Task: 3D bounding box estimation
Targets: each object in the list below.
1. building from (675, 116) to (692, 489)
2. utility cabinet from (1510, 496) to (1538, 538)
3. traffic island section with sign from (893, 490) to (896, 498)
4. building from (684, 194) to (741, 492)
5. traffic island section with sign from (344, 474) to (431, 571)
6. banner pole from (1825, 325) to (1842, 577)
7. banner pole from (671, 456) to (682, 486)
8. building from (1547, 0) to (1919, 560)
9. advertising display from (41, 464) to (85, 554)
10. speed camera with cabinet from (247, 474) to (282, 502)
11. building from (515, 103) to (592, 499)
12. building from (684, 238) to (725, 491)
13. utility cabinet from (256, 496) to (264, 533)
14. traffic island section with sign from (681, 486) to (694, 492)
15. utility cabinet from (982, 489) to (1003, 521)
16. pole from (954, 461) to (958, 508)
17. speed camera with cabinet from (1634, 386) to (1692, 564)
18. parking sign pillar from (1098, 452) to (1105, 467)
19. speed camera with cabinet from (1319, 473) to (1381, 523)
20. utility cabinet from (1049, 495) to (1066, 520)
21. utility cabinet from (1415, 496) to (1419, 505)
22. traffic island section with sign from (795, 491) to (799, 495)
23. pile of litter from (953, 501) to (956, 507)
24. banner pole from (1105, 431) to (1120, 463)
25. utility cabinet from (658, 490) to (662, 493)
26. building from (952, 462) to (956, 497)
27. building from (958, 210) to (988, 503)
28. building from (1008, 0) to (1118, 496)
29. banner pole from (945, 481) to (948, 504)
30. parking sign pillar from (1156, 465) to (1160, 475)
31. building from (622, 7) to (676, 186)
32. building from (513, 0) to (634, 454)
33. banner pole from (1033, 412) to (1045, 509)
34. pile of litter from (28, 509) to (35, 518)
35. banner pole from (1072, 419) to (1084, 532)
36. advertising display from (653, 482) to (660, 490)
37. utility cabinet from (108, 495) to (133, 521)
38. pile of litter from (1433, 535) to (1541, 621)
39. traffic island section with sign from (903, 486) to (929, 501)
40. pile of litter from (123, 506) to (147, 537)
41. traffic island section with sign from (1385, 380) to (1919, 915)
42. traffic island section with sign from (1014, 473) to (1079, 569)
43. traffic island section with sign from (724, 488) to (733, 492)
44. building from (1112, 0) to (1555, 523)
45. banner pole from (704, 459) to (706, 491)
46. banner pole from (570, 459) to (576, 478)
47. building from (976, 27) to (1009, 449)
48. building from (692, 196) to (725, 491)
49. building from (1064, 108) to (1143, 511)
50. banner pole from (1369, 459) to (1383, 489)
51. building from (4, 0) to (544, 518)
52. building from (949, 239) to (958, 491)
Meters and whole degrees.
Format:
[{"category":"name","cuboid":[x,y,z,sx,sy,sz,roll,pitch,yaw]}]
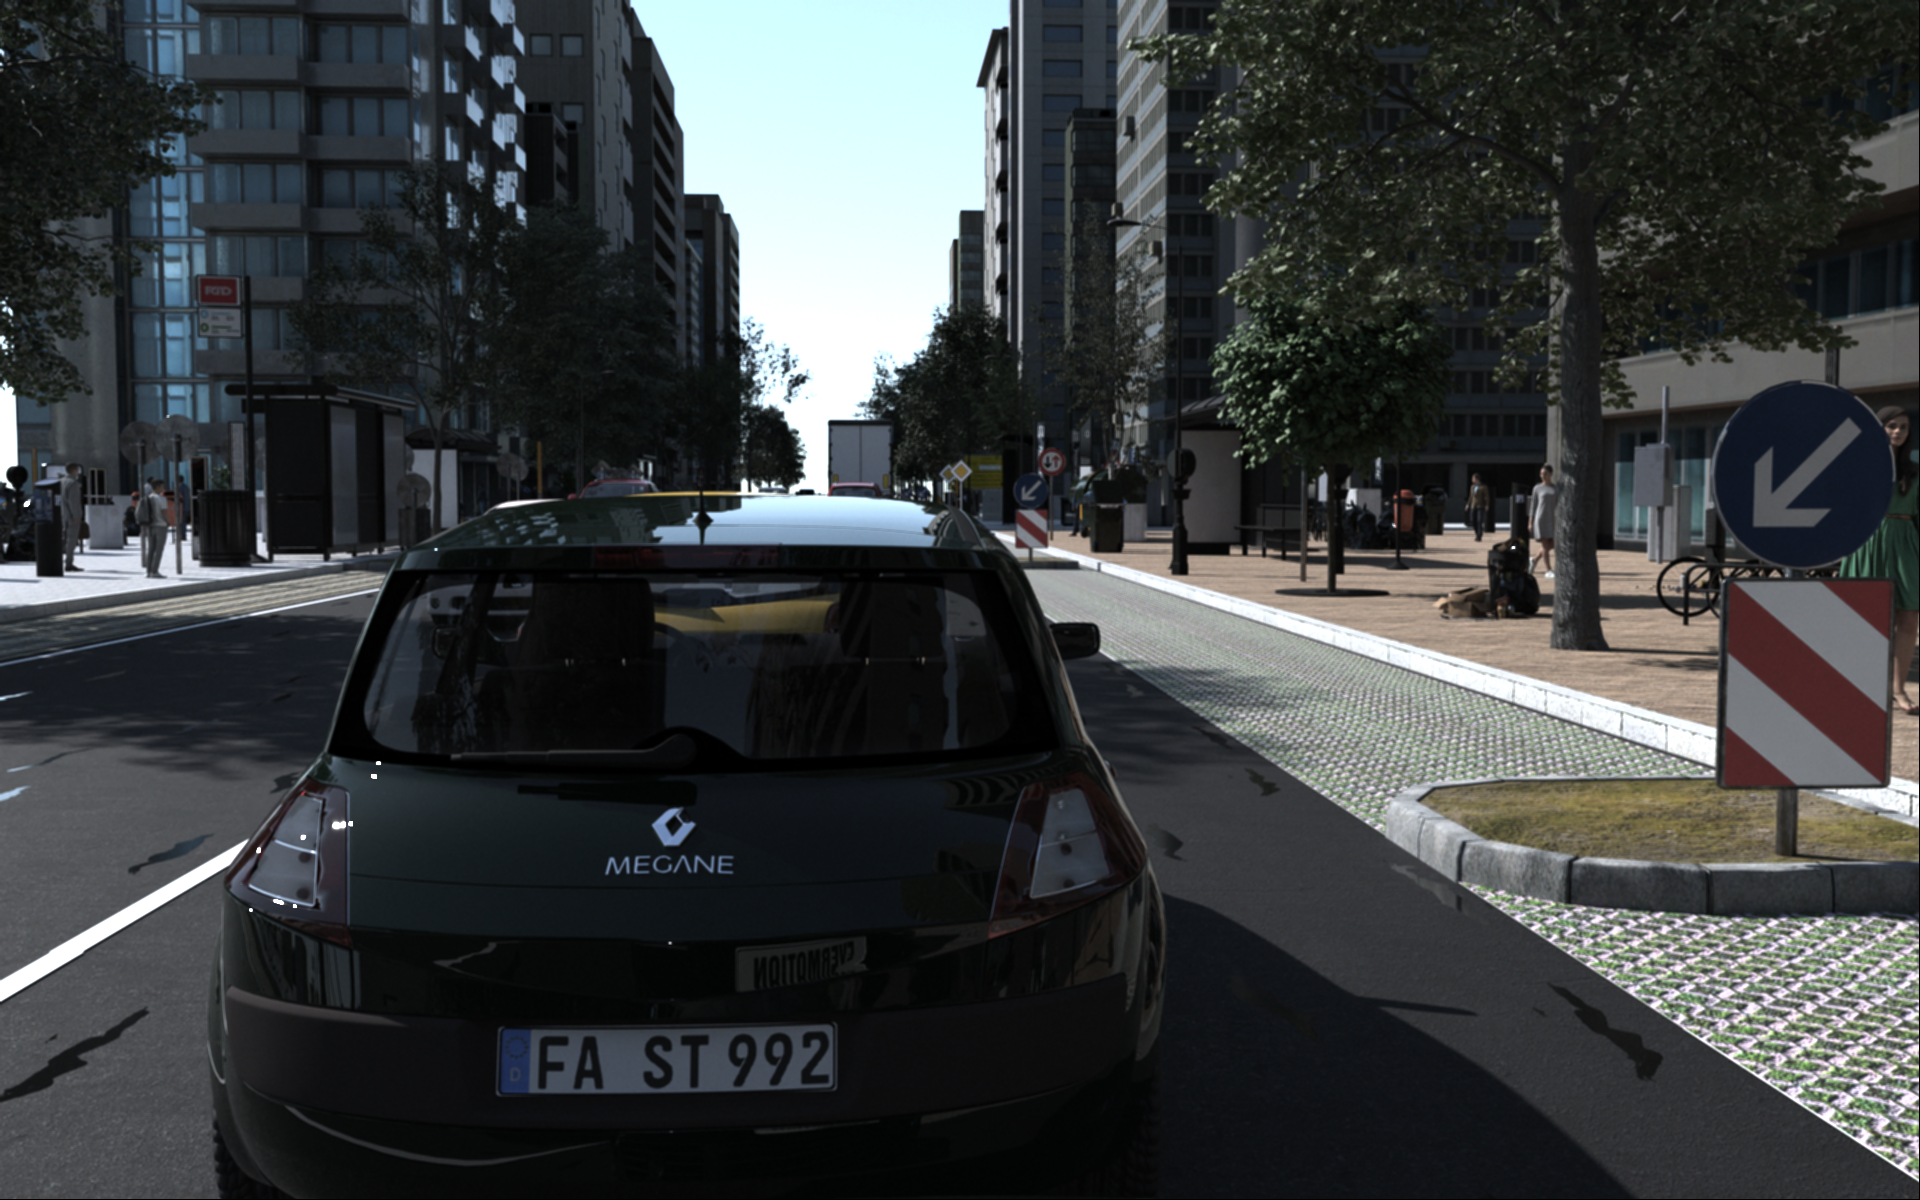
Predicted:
[{"category":"building","cuboid":[-38.666,-33.365,195.620,14.600,45.320,14.200,0,4,-3]},{"category":"utility cabinet","cuboid":[16.364,-2.380,50.067,1.020,1.237,0.306,-2,4,-33]},{"category":"traffic island section with sign","cuboid":[-3.638,-6.575,116.131,1.989,1.847,2.006,0,4,-3]},{"category":"building","cuboid":[-47.081,-40.209,281.122,21.300,48.544,21.600,0,4,-3]},{"category":"traffic island section with sign","cuboid":[-10.493,-1.494,33.051,1.989,1.847,2.006,0,4,-3]},{"category":"banner pole","cuboid":[12.850,-2.175,25.586,0.401,3.779,0.863,3,5,40]},{"category":"banner pole","cuboid":[-18.696,-7.622,114.632,0.863,3.779,0.401,0,4,-7]},{"category":"building","cuboid":[25.032,-24.820,29.503,21.300,48.544,21.600,0,4,-3]},{"category":"advertising display","cuboid":[-19.258,-1.957,37.204,0.123,1.923,0.974,1,4,22]},{"category":"speed camera with cabinet","cuboid":[-29.557,-4.811,72.989,2.038,3.252,0.660,1,4,21]},{"category":"building","cuboid":[-35.491,-21.790,127.963,14.160,30.474,14.107,0,4,-3]},{"category":"building","cuboid":[-49.706,-33.783,244.231,32.217,40.220,23.993,0,4,-3]},{"category":"utility cabinet","cuboid":[-23.417,-2.851,57.773,1.020,1.237,0.306,-1,4,-11]},{"category":"traffic island section with sign","cuboid":[-13.680,-4.811,87.287,1.989,1.847,2.006,0,4,-3]},{"category":"utility cabinet","cuboid":[1.544,-4.438,81.241,0.318,1.500,1.173,-3,5,-44]},{"category":"pole","cuboid":[-0.188,-6.990,108.124,0.158,3.312,0.155,0,3,0]},{"category":"speed camera with cabinet","cuboid":[13.227,-2.338,32.568,0.660,3.252,2.038,3,4,36]},{"category":"parking sign pillar","cuboid":[9.584,-7.579,112.382,1.447,3.967,1.447,-2,4,-34]},{"category":"speed camera with cabinet","cuboid":[12.185,-3.654,54.085,2.038,3.252,0.660,-2,4,-26]},{"category":"utility cabinet","cuboid":[4.843,-4.625,86.782,0.306,1.237,1.020,-3,5,-41]},{"category":"utility cabinet","cuboid":[14.878,-2.772,56.479,1.020,1.237,0.306,2,4,31]},{"category":"traffic island section with sign","cuboid":[-24.652,-16.218,273.788,1.989,1.847,2.006,0,4,-3]},{"category":"pile of litter","cuboid":[-0.369,-6.692,123.378,1.176,0.858,1.719,-2,4,-28]},{"category":"banner pole","cuboid":[5.935,-4.778,68.135,0.863,3.779,0.401,2,4,31]},{"category":"utility cabinet","cuboid":[-15.161,-4.765,86.581,0.318,1.500,1.173,0,4,3]},{"category":"building","cuboid":[13.172,-26.226,273.837,27.650,21.520,28.899,0,4,-3]},{"category":"building","cuboid":[6.643,-34.718,251.237,14.154,41.232,14.086,0,4,-3]},{"category":"building","cuboid":[15.147,-38.202,166.600,21.231,58.520,28.212,0,4,-3]},{"category":"banner pole","cuboid":[-0.932,-8.881,135.217,0.863,3.779,0.401,2,4,30]},{"category":"parking sign pillar","cuboid":[14.544,-8.281,123.864,1.447,3.967,1.447,-2,4,-34]},{"category":"building","cuboid":[-40.824,-33.848,177.121,21.300,48.544,21.600,0,4,-3]},{"category":"building","cuboid":[-43.589,-34.418,151.972,28.713,52.752,27.495,0,4,-3]},{"category":"banner pole","cuboid":[2.387,-3.839,52.789,0.401,3.779,0.863,-2,4,-26]},{"category":"pile of litter","cuboid":[-28.517,-2.385,52.959,1.719,0.858,1.176,2,4,34]},{"category":"banner pole","cuboid":[3.949,-4.145,57.784,0.401,3.779,0.863,3,4,37]},{"category":"advertising display","cuboid":[-16.957,-5.569,96.272,0.123,1.923,0.974,-3,4,-36]},{"category":"utility cabinet","cuboid":[-37.478,-4.052,77.414,1.020,1.237,0.306,-1,4,-9]},{"category":"pile of litter","cuboid":[5.537,-0.265,18.305,1.719,0.858,1.176,-3,5,-45]},{"category":"traffic island section with sign","cuboid":[-2.054,-4.922,89.104,1.989,1.847,2.006,0,4,-3]},{"category":"pile of litter","cuboid":[-25.130,-2.350,52.392,1.719,0.858,1.176,-2,4,-26]},{"category":"traffic island section with sign","cuboid":[2.794,0.111,6.819,1.989,1.847,2.006,0,4,-3]},{"category":"traffic island section with sign","cuboid":[1.206,-1.535,33.727,1.989,1.847,2.006,0,4,-3]},{"category":"traffic island section with sign","cuboid":[-15.299,-6.488,114.703,1.989,1.847,2.006,0,4,-3]},{"category":"building","cuboid":[21.261,-24.463,91.856,23.993,40.220,32.217,0,4,-3]},{"category":"banner pole","cuboid":[-18.264,-8.200,124.092,0.401,3.779,0.863,-1,4,-13]},{"category":"banner pole","cuboid":[-23.838,-7.194,107.631,0.863,3.779,0.401,0,4,1]},{"category":"building","cuboid":[17.019,-37.048,194.976,28.713,52.752,27.495,0,4,-3]},{"category":"building","cuboid":[-43.385,-37.519,263.540,14.600,45.320,14.200,0,4,-3]},{"category":"building","cuboid":[14.789,-22.122,133.397,14.160,30.474,14.107,0,4,-3]},{"category":"banner pole","cuboid":[13.861,-4.148,57.831,0.401,3.779,0.863,-2,4,-26]},{"category":"building","cuboid":[-37.164,-29.200,97.021,23.786,49.044,30.456,0,4,-3]},{"category":"building","cuboid":[5.354,-39.394,294.198,14.600,45.320,14.200,0,4,-3]}]
